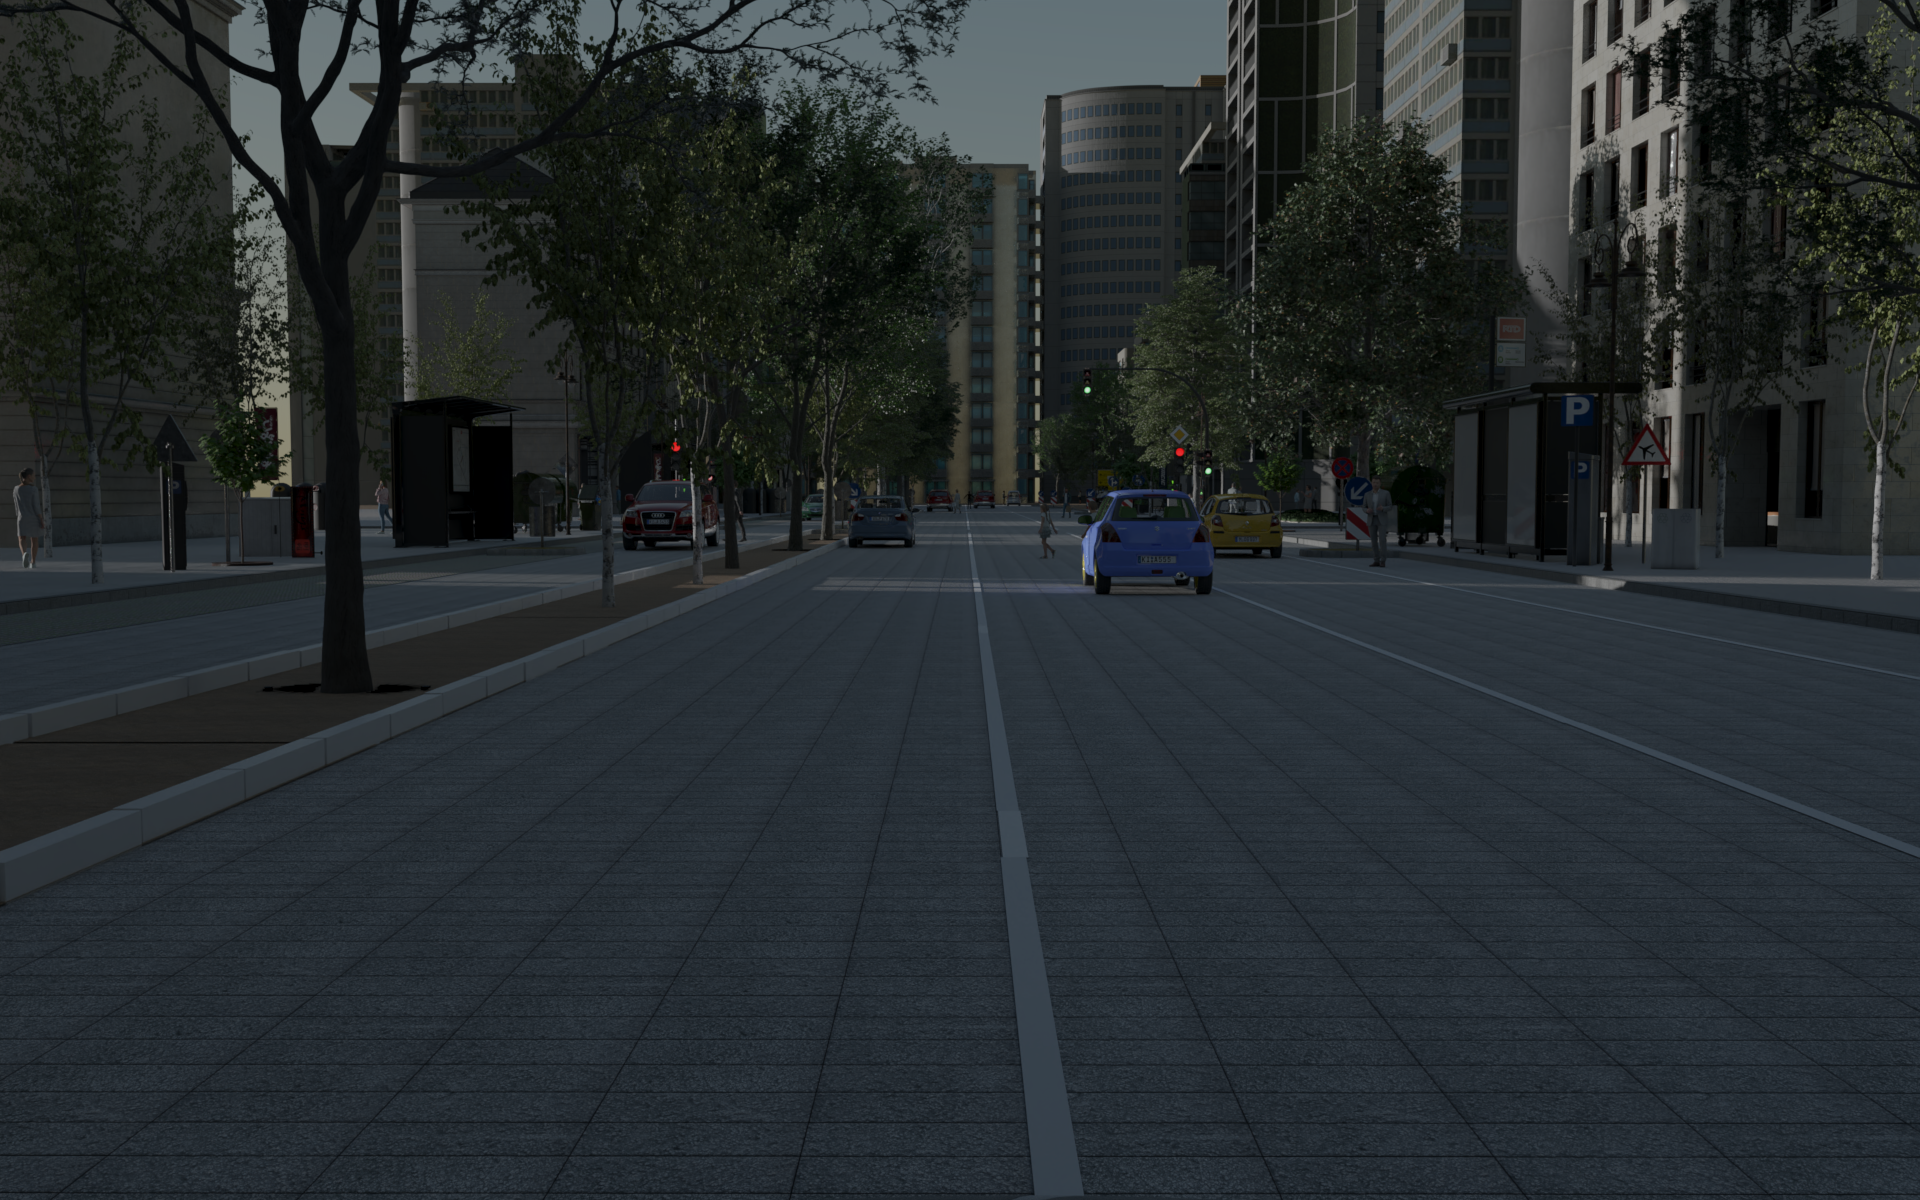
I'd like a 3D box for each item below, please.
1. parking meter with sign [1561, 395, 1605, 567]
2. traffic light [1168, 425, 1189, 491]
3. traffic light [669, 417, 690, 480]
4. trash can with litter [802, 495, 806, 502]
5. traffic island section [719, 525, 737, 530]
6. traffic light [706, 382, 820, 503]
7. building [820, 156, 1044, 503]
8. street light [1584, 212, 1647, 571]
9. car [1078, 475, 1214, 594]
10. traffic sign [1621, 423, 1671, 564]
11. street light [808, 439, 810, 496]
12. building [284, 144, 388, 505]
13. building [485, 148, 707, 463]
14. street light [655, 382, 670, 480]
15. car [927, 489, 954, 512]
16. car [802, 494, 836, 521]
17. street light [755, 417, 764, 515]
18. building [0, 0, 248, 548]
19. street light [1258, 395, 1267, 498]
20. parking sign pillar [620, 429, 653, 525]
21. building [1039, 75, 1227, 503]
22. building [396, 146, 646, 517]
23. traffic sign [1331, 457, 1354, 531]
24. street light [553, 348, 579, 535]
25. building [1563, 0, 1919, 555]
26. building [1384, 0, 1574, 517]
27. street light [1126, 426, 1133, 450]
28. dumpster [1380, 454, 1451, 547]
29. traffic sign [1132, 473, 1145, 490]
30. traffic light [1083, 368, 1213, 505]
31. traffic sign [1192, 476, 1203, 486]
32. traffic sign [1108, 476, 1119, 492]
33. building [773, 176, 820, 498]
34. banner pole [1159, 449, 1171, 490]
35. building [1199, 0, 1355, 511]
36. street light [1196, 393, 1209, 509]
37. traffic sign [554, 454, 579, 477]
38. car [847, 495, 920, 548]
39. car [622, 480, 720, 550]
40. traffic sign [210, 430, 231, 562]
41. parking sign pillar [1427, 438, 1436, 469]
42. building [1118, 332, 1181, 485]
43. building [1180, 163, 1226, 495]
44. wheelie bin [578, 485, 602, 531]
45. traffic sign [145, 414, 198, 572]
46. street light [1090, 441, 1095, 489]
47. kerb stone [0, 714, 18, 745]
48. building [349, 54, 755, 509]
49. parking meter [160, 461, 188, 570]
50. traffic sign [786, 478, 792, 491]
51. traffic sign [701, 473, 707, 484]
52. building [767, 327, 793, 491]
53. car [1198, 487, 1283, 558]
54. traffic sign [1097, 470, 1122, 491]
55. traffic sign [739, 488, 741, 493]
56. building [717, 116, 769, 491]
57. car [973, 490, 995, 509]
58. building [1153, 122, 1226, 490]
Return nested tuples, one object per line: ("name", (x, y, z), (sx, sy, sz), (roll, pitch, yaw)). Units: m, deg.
("parking meter with sign", (11.281, -2.140, 31.258), (0.543, 3.016, 1.738), (2, 4, 30))
("traffic light", (8.889, -4.988, 70.481), (0.839, 4.253, 0.868), (0, 4, 0))
("traffic light", (-10.190, -4.502, 62.524), (0.839, 4.253, 0.868), (0, 4, 0))
("trash can with litter", (-13.076, -8.013, 142.399), (0.624, 1.170, 1.055), (3, 4, 37))
("traffic island section", (-10.212, -2.958, 70.643), (2.009, 0.180, 2.903), (0, 4, 0))
("traffic light", (-8.080, -5.864, 70.539), (4.771, 5.953, 1.251), (0, 4, 0))
("building", (-3.479, -38.433, 247.980), (30.456, 49.044, 23.786), (0, 4, 0))
("street light", (10.830, -3.424, 28.768), (0.468, 5.910, 1.993), (0, 4, 0))
("car", (2.763, -1.007, 26.058), (1.945, 1.707, 3.694), (0, 4, 0))
("traffic sign", (12.634, -1.953, 31.935), (0.884, 2.594, 0.081), (0, 4, 8))
("street light", (-12.012, -10.085, 137.671), (0.468, 5.910, 1.993), (0, 4, 0))
("building", (-70.197, -31.911, 205.344), (14.086, 41.232, 14.154), (0, 4, 0))
("building", (-26.298, -18.995, 128.588), (12.078, 24.808, 19.932), (0, 4, 0))
("street light", (-12.164, -5.992, 70.757), (0.468, 5.910, 1.993), (0, 4, 0))
("car", (-1.615, -8.087, 140.895), (2.281, 1.827, 5.304), (0, 4, 2))
("car", (-7.452, -4.934, 92.475), (2.131, 1.459, 4.920), (0, 4, 1))
("street light", (-12.062, -8.042, 104.272), (0.468, 5.910, 1.993), (0, 4, 0))
("building", (-38.857, -13.959, 47.320), (34.723, 24.649, 14.460), (0, 4, 0))
("street light", (10.916, -5.443, 61.788), (0.468, 5.910, 1.993), (0, 4, 0))
("parking sign pillar", (-13.431, -5.107, 71.967), (1.447, 3.967, 1.447), (0, 4, 1))
("building", (25.859, -43.112, 246.879), (28.212, 58.520, 21.231), (0, 4, 0))
("building", (-25.970, -15.118, 98.094), (10.553, 20.767, 40.483), (0, 4, 0))
("traffic sign", (13.084, -3.623, 59.344), (0.768, 2.556, 0.104), (0, 4, 3))
("street light", (-12.288, -4.978, 54.180), (0.468, 5.910, 1.993), (0, 4, 0))
("building", (23.596, -11.571, 43.933), (10.420, 20.320, 16.860), (0, 4, 0))
("building", (36.614, -24.524, 92.841), (23.993, 40.220, 32.217), (0, 4, 0))
("street light", (10.986, -8.483, 111.486), (0.468, 5.910, 1.993), (0, 4, 0))
("dumpster", (11.152, -2.464, 42.785), (1.502, 2.255, 1.985), (0, 4, 0))
("traffic sign", (10.917, -6.465, 105.803), (0.768, 2.556, 0.104), (0, 4, 7))
("traffic light", (6.779, -5.363, 62.359), (4.771, 5.953, 1.251), (0, 4, 0))
("traffic sign", (12.990, -5.667, 94.780), (0.606, 2.300, 0.079), (1, 4, 9))
("traffic sign", (10.945, -7.562, 123.751), (0.768, 2.556, 0.104), (0, 4, 5))
("building", (-34.292, -38.465, 248.507), (30.456, 49.044, 23.786), (0, 4, 0))
("banner pole", (11.223, -6.388, 94.466), (0.863, 3.779, 0.401), (2, 4, 25))
("building", (30.160, -42.550, 133.944), (20.563, 71.187, 20.611), (0, 4, 0))
("street light", (10.878, -6.435, 77.993), (0.468, 5.910, 1.993), (0, 4, 0))
("traffic sign", (-12.713, -3.437, 55.930), (0.795, 2.593, 0.064), (0, 4, 2))
("car", (-2.124, -2.179, 47.630), (2.014, 1.417, 4.499), (0, 4, 0))
("car", (-7.588, -2.272, 45.819), (2.281, 1.827, 5.304), (0, 4, -1))
("traffic sign", (-13.782, -1.984, 32.546), (0.768, 2.556, 0.104), (1, 4, 9))
("parking sign pillar", (18.927, -5.015, 70.472), (1.447, 3.967, 1.447), (3, 4, 36))
("building", (33.253, -21.679, 199.490), (27.650, 21.520, 28.899), (0, 4, 0))
("building", (26.401, -23.371, 153.821), (14.160, 30.474, 14.107), (0, 4, 0))
("wheelie bin", (-12.987, -3.238, 60.846), (0.980, 1.594, 0.693), (1, 4, 15))
("traffic sign", (-12.906, -1.733, 28.331), (0.884, 2.594, 0.081), (0, 4, 2))
("street light", (11.087, -10.503, 144.506), (0.468, 5.910, 1.993), (0, 4, 0))
("kerb stone", (-5.496, 0.770, 9.601), (0.120, 0.150, 1.000), (0, 4, 0))
("building", (-35.174, -28.466, 157.299), (32.217, 40.220, 23.993), (0, 4, 0))
("parking meter", (-13.254, -1.438, 29.230), (0.399, 1.863, 0.255), (-2, 4, -30))
("traffic sign", (-13.951, -8.545, 139.809), (0.768, 2.556, 0.104), (0, 4, 5))
("traffic sign", (-13.868, -5.714, 93.532), (0.768, 2.556, 0.104), (0, 4, 4))
("building", (-34.543, -21.681, 199.529), (28.899, 21.520, 27.650), (0, 4, 0))
("car", (6.346, -1.827, 40.093), (2.015, 1.641, 3.980), (0, 4, 1))
("traffic sign", (12.552, -9.171, 143.817), (2.265, 3.308, 0.079), (1, 4, 9))
("traffic sign", (-13.350, -6.424, 105.146), (0.768, 2.556, 0.104), (1, 4, 10))
("building", (-27.397, -30.144, 176.448), (14.154, 41.232, 14.086), (0, 4, 0))
("car", (2.410, -10.033, 172.708), (2.281, 1.827, 5.304), (0, 4, -2))
("building", (35.560, -29.397, 172.517), (32.217, 40.220, 23.993), (0, 4, 0))
